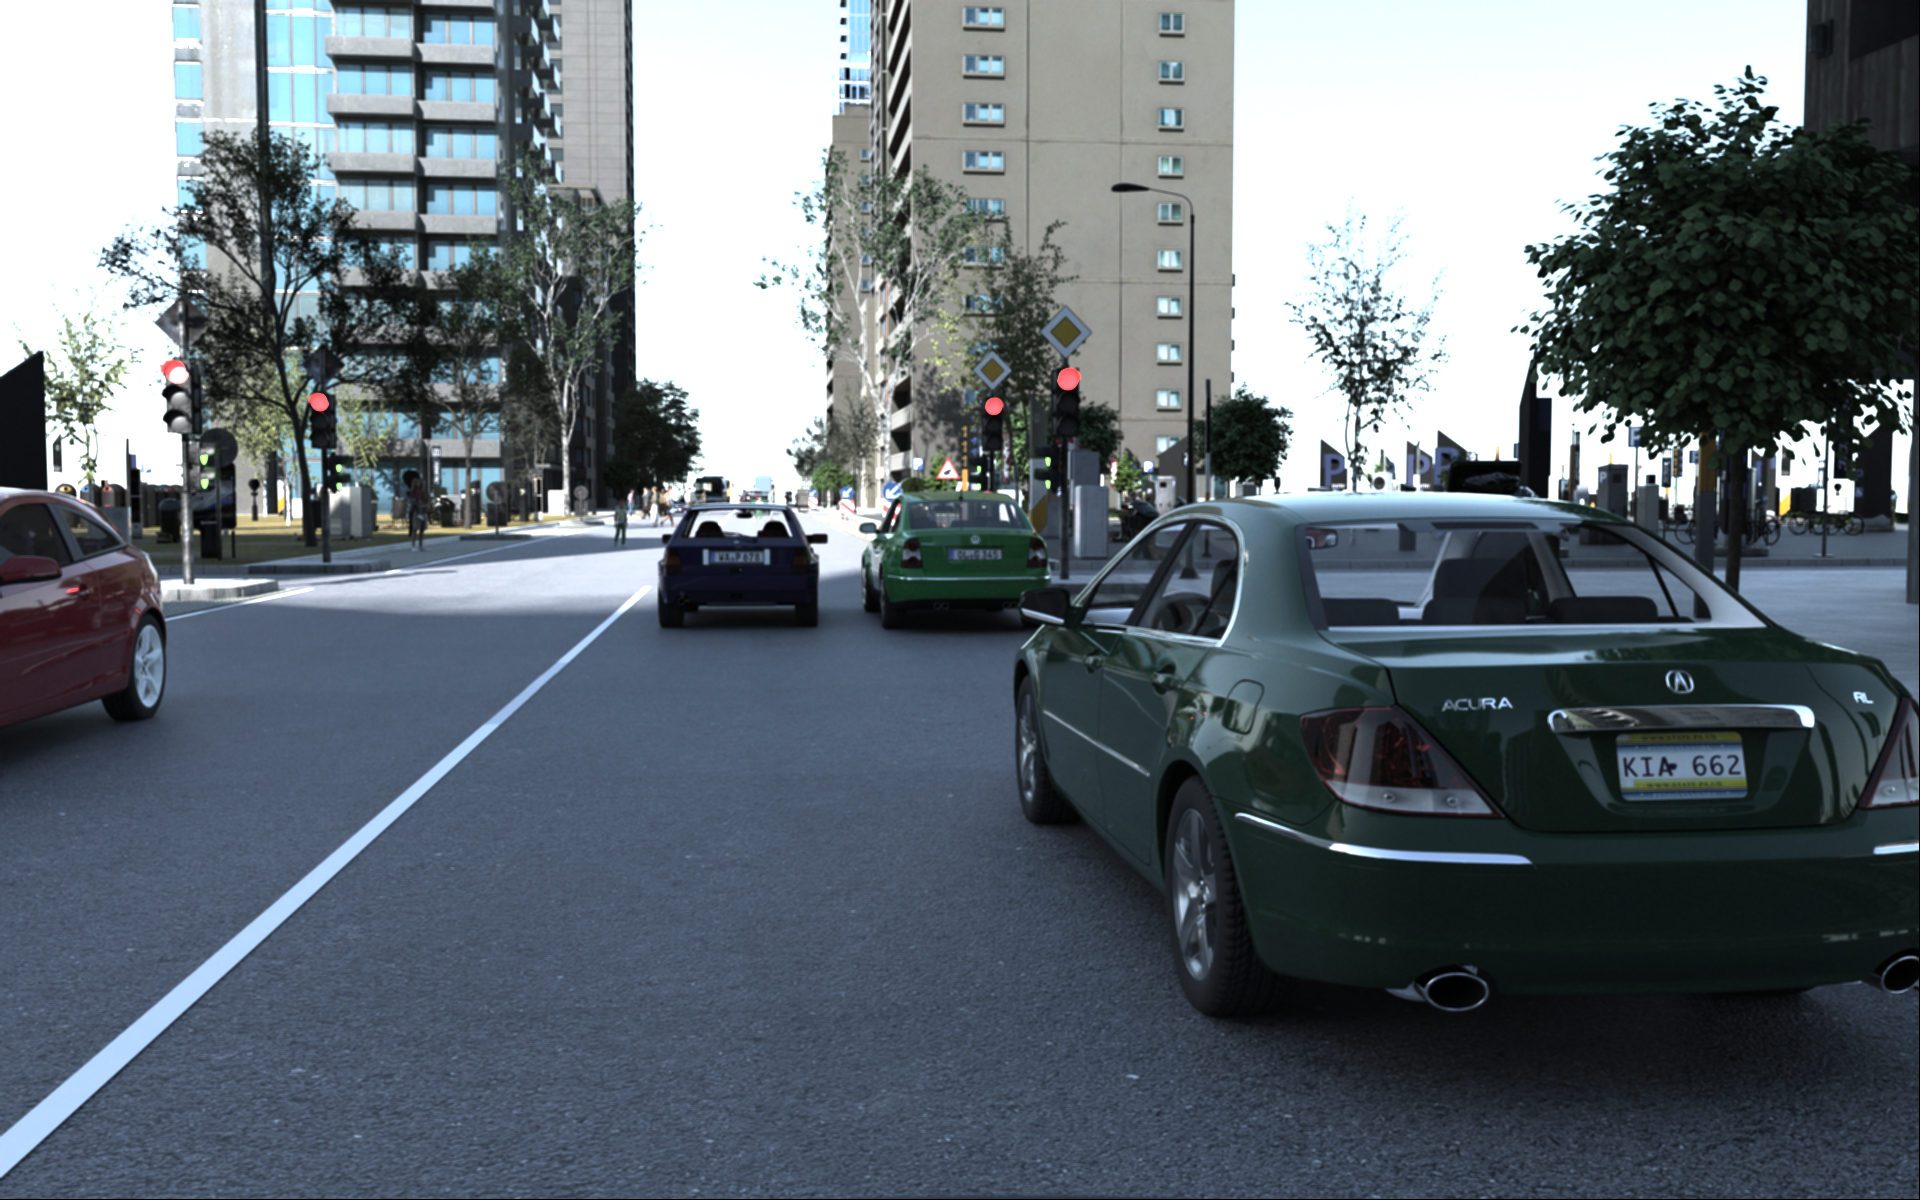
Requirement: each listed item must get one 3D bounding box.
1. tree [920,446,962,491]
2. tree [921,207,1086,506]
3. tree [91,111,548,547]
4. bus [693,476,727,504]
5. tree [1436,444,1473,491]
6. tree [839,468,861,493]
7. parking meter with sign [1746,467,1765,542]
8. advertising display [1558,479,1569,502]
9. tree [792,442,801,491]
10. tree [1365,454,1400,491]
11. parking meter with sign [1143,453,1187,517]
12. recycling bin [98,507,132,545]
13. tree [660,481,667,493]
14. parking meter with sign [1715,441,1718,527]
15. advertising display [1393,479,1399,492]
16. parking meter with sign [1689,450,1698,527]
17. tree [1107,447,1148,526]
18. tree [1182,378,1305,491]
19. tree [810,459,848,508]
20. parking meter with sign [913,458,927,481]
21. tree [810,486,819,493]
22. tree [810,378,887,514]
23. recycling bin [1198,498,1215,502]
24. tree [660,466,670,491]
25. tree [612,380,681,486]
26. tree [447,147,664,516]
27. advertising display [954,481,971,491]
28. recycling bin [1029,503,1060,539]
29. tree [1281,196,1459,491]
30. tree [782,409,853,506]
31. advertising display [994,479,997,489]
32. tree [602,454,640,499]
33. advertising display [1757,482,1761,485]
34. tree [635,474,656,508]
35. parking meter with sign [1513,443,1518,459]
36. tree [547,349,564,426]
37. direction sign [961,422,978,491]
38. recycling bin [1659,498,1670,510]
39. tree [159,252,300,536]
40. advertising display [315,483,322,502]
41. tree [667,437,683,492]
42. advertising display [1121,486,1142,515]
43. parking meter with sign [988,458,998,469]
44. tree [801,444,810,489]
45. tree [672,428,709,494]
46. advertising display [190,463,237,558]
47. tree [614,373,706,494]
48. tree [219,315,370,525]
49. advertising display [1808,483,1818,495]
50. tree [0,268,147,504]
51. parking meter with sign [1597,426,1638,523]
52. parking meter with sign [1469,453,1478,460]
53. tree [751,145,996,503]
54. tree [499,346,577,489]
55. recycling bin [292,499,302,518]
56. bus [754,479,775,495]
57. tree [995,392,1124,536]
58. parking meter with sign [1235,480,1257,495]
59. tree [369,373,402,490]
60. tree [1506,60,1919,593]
[{"bbox_3d":[-0.871,-4.519,68.482,1.663,3.219,1.824,0,3,0],"label":"tree"},{"bbox_3d":[1.337,-5.731,44.069,4.737,8.622,4.395,0,3,0],"label":"tree"},{"bbox_3d":[-16.153,-6.602,42.350,7.601,10.594,8.767,3,4,39],"label":"tree"},{"bbox_3d":[-24.061,-10.565,167.600,2.948,3.499,13.247,0,4,-6],"label":"bus"},{"bbox_3d":[19.485,-4.481,67.872,1.663,3.219,1.824,0,3,0],"label":"tree"},{"bbox_3d":[-8.087,-8.151,127.865,1.663,3.219,1.824,0,3,0],"label":"tree"},{"bbox_3d":[21.266,-3.093,46.823,0.543,3.016,1.738,2,4,33],"label":"parking meter with sign"},{"bbox_3d":[25.529,-4.149,73.050,0.974,1.923,0.123,-3,5,-41],"label":"advertising display"},{"bbox_3d":[-20.103,-17.077,229.565,4.360,8.622,3.978,0,3,0],"label":"tree"},{"bbox_3d":[20.273,-5.410,83.059,1.663,3.219,1.824,0,3,0],"label":"tree"},{"bbox_3d":[8.733,-4.712,73.304,1.738,3.016,0.543,2,4,27],"label":"parking meter with sign"},{"bbox_3d":[-16.564,-1.296,33.745,0.722,1.027,0.722,-1,4,-21],"label":"recycling bin"},{"bbox_3d":[-35.025,-12.744,202.962,1.663,3.219,1.824,0,3,0],"label":"tree"},{"bbox_3d":[25.831,-3.744,57.470,1.738,3.016,0.543,-1,4,-13],"label":"parking meter with sign"},{"bbox_3d":[18.422,-4.213,74.089,0.974,1.923,0.123,-3,5,-41],"label":"advertising display"},{"bbox_3d":[29.024,-4.361,67.563,0.543,3.016,1.738,0,4,1],"label":"parking meter with sign"},{"bbox_3d":[6.661,-4.659,70.770,1.663,3.219,1.824,0,3,0],"label":"tree"},{"bbox_3d":[8.021,-3.982,48.818,4.285,4.588,4.351,0,3,0],"label":"tree"},{"bbox_3d":[-13.907,-11.909,178.424,4.285,4.588,4.351,0,3,0],"label":"tree"},{"bbox_3d":[-1.700,-5.431,85.059,0.543,3.016,1.738,1,4,23],"label":"parking meter with sign"},{"bbox_3d":[-18.556,-13.982,223.205,1.663,3.219,1.824,0,3,0],"label":"tree"},{"bbox_3d":[-6.289,-9.678,108.604,4.360,8.622,3.978,0,3,0],"label":"tree"},{"bbox_3d":[14.819,-5.602,104.153,0.722,1.027,0.722,-2,4,-31],"label":"recycling bin"},{"bbox_3d":[-34.007,-15.050,196.423,4.360,8.622,3.978,0,3,0],"label":"tree"},{"bbox_3d":[-31.729,-15.523,171.928,7.486,12.596,7.792,0,3,0],"label":"tree"},{"bbox_3d":[-23.683,-14.780,97.537,12.611,20.169,13.585,0,3,0],"label":"tree"},{"bbox_3d":[0.133,-4.924,85.728,0.974,1.923,0.123,-3,4,-37],"label":"advertising display"},{"bbox_3d":[2.453,-2.309,50.311,0.722,1.027,0.722,-1,4,-21],"label":"recycling bin"},{"bbox_3d":[10.230,-5.712,43.750,4.360,8.622,3.978,0,3,0],"label":"tree"},{"bbox_3d":[-15.627,-15.720,191.432,8.767,10.594,7.601,0,4,3],"label":"tree"},{"bbox_3d":[1.160,-4.346,76.277,0.974,1.923,0.123,2,4,31],"label":"advertising display"},{"bbox_3d":[-27.375,-9.533,139.572,4.285,4.588,4.351,0,3,0],"label":"tree"},{"bbox_3d":[42.986,-5.365,92.930,0.974,1.923,0.123,-3,5,-43],"label":"advertising display"},{"bbox_3d":[-29.562,-10.248,162.157,1.663,3.219,1.824,0,3,0],"label":"tree"},{"bbox_3d":[18.770,-3.777,58.016,0.543,3.016,1.738,1,4,19],"label":"parking meter with sign"},{"bbox_3d":[-17.931,-7.918,63.867,8.767,10.594,7.601,3,5,40],"label":"tree"},{"bbox_3d":[0.295,-3.837,54.724,0.379,3.537,0.876,-2,4,-34],"label":"direction sign"},{"bbox_3d":[40.639,-5.373,100.398,0.722,1.027,0.722,-3,5,-43],"label":"recycling bin"},{"bbox_3d":[-22.660,-6.304,53.428,4.360,8.622,3.978,0,3,0],"label":"tree"},{"bbox_3d":[-36.301,-5.711,98.584,0.123,1.923,0.974,2,4,26],"label":"advertising display"},{"bbox_3d":[-34.839,-15.732,207.576,4.737,8.622,4.395,0,3,0],"label":"tree"},{"bbox_3d":[7.689,-4.431,77.652,0.974,1.923,0.123,-1,4,-11],"label":"advertising display"},{"bbox_3d":[1.019,-5.229,81.757,0.543,3.016,1.738,3,5,43],"label":"parking meter with sign"},{"bbox_3d":[-12.878,-13.407,169.567,4.360,8.622,3.978,0,3,0],"label":"tree"},{"bbox_3d":[-42.362,-20.767,265.290,9.928,11.665,9.643,0,3,0],"label":"tree"},{"bbox_3d":[-15.009,-1.801,34.658,0.974,1.923,0.123,-1,4,-15],"label":"advertising display"},{"bbox_3d":[-31.892,-16.913,183.176,9.857,13.997,8.962,0,3,0],"label":"tree"},{"bbox_3d":[-27.521,-7.346,70.476,4.737,8.622,4.395,0,3,0],"label":"tree"},{"bbox_3d":[49.790,-5.867,101.139,0.974,1.923,0.123,-3,5,-39],"label":"advertising display"},{"bbox_3d":[-28.245,-6.436,55.595,4.737,8.622,4.395,0,3,0],"label":"tree"},{"bbox_3d":[16.591,-2.925,44.092,1.738,3.016,0.543,-2,4,-24],"label":"parking meter with sign"},{"bbox_3d":[20.987,-4.712,73.304,1.738,3.016,0.543,-1,4,-15],"label":"parking meter with sign"},{"bbox_3d":[-4.769,-14.605,94.684,12.611,20.169,13.585,0,3,0],"label":"tree"},{"bbox_3d":[-21.069,-8.319,86.384,4.360,8.622,3.978,0,3,0],"label":"tree"},{"bbox_3d":[-35.377,-4.872,92.205,0.722,1.027,0.722,-2,4,-27],"label":"recycling bin"},{"bbox_3d":[-28.469,-15.961,252.514,2.896,3.916,12.252,-1,4,-9],"label":"bus"},{"bbox_3d":[2.663,-4.523,57.672,4.285,4.588,4.351,0,3,0],"label":"tree"},{"bbox_3d":[14.413,-5.500,86.178,1.738,3.016,0.543,-1,4,-22],"label":"parking meter with sign"},{"bbox_3d":[-35.824,-9.367,103.505,4.737,8.622,4.395,0,3,0],"label":"tree"},{"bbox_3d":[5.958,-1.801,13.167,4.285,4.588,4.351,0,3,0],"label":"tree"}]
